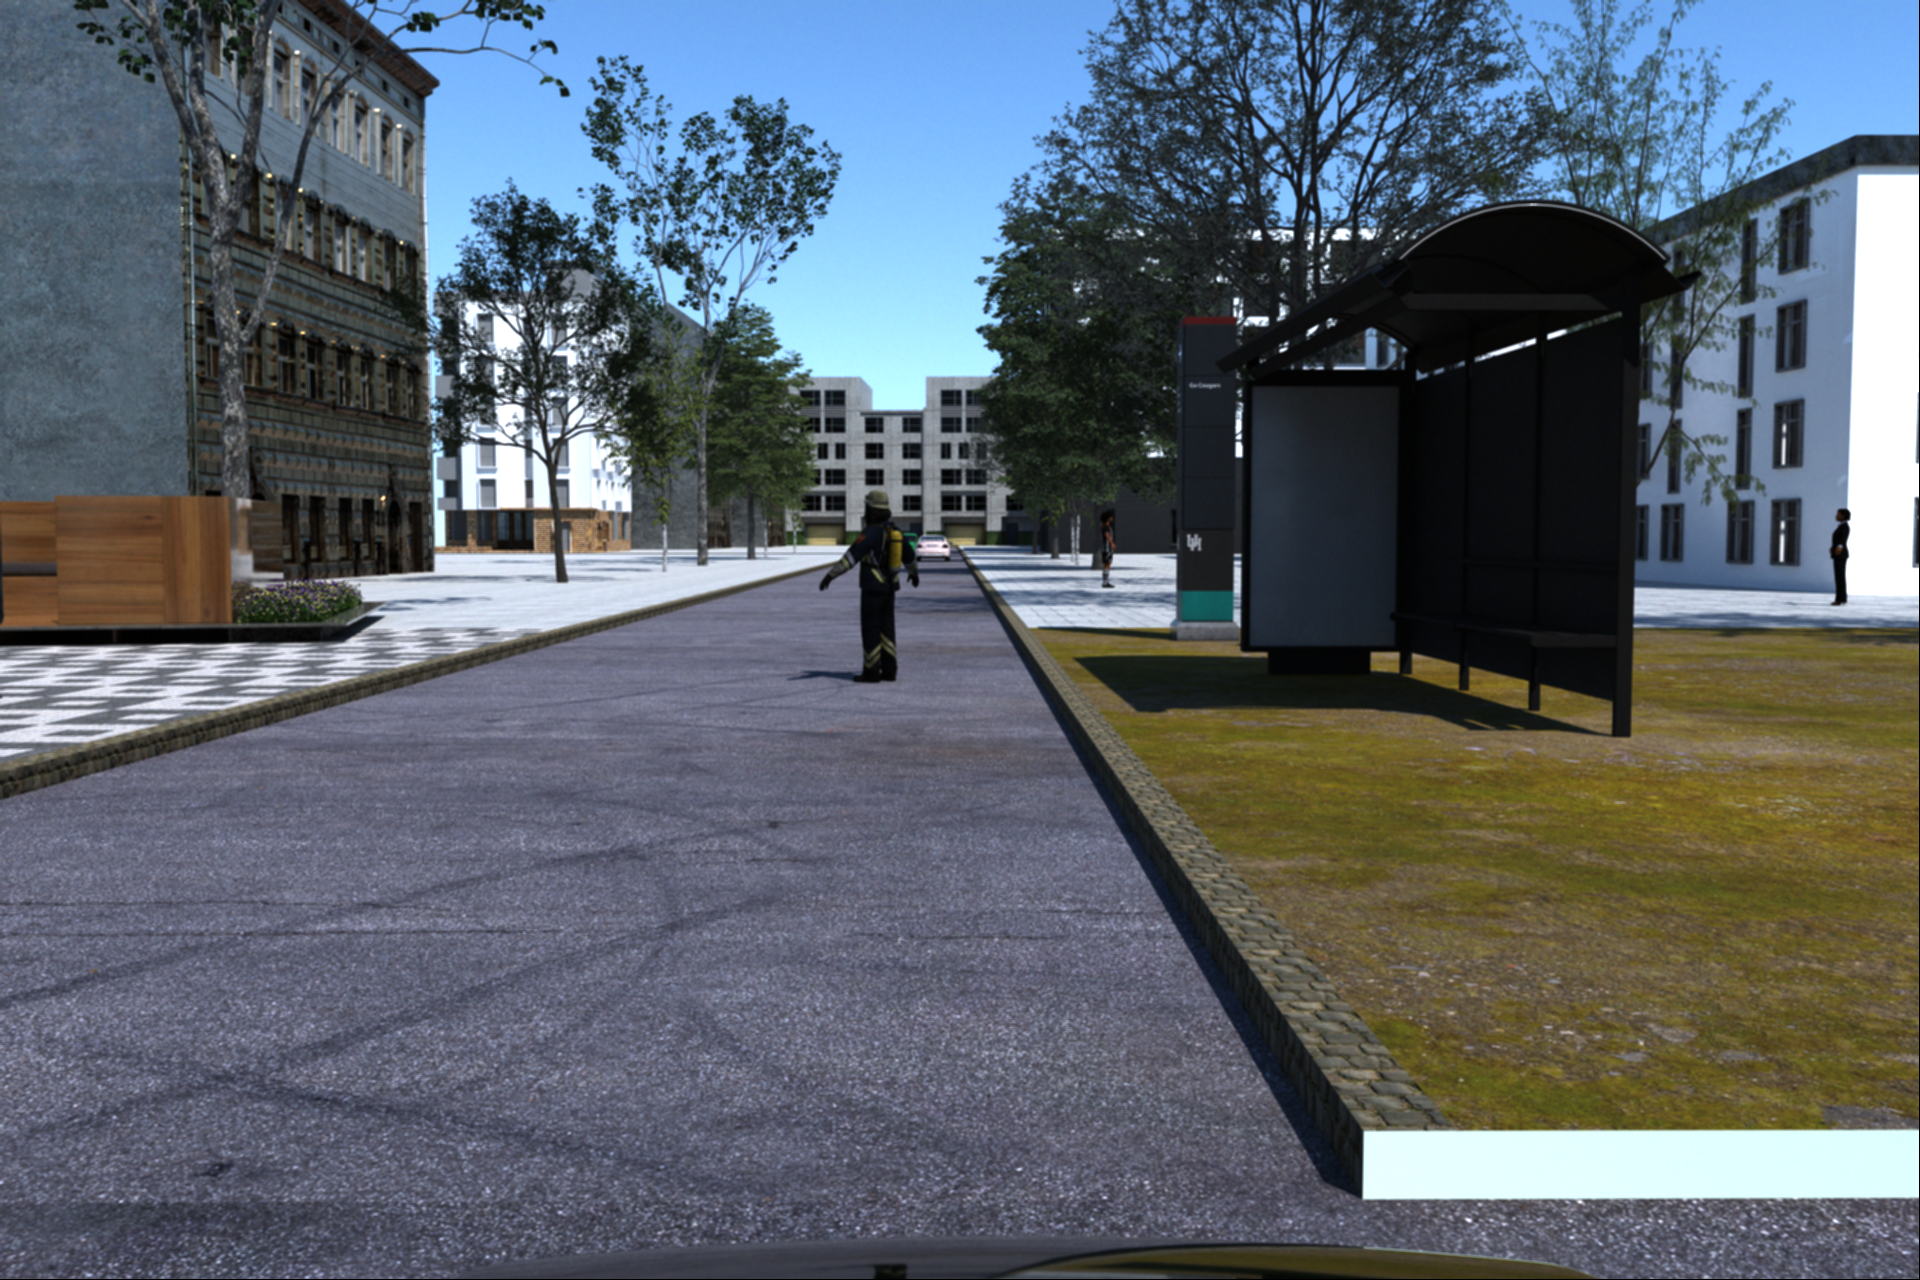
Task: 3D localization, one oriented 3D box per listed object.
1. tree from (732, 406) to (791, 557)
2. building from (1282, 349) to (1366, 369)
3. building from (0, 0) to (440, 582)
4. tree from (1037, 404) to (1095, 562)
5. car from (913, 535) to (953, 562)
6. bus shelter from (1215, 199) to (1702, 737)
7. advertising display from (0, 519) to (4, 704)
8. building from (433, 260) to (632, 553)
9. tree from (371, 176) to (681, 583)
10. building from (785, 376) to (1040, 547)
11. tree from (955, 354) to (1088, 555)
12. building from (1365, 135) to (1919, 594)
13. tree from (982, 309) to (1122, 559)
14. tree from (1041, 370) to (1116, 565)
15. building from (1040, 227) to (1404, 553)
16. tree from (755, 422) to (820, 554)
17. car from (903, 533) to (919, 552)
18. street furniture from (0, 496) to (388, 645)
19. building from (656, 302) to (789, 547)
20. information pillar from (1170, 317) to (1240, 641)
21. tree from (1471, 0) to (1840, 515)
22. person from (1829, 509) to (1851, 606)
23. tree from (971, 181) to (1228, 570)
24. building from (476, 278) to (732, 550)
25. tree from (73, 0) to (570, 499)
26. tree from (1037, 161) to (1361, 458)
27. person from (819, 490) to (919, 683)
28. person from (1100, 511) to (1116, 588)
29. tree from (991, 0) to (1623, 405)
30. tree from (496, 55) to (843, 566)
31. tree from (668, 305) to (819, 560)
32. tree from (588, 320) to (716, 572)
[{"bbox_3d":[-10.620,-8.877,95.509,4.360,8.622,3.978,0,3,0],"label":"tree"},{"bbox_3d":[19.702,-8.367,78.941,9.099,9.664,28.070,0,4,0],"label":"building"},{"bbox_3d":[-27.180,-13.347,49.145,19.493,23.208,18.063,0,4,0],"label":"building"},{"bbox_3d":[5.262,-7.876,79.139,4.360,8.622,3.978,0,3,0],"label":"tree"},{"bbox_3d":[-1.430,-4.833,91.383,2.083,1.381,4.827,0,3,0],"label":"car"},{"bbox_3d":[3.416,-1.184,13.277,2.014,3.302,5.546,0,4,-1],"label":"bus shelter"},{"bbox_3d":[-7.285,-0.452,12.598,0.123,1.923,0.974,0,4,-1],"label":"advertising display"},{"bbox_3d":[-30.389,-16.184,121.029,16.016,20.090,11.380,0,4,0],"label":"building"},{"bbox_3d":[-10.832,-6.801,45.616,7.601,10.594,8.767,1,4,19],"label":"tree"},{"bbox_3d":[-3.524,-20.326,201.242,31.486,18.905,16.747,0,4,2],"label":"building"},{"bbox_3d":[4.782,-12.055,107.474,12.009,13.543,11.850,0,3,0],"label":"tree"},{"bbox_3d":[19.532,-6.636,50.641,9.099,9.664,28.070,0,4,0],"label":"building"},{"bbox_3d":[4.957,-10.345,87.264,7.486,12.596,7.792,0,3,0],"label":"tree"},{"bbox_3d":[4.874,-7.395,71.276,4.737,8.622,4.395,0,3,0],"label":"tree"},{"bbox_3d":[19.877,-17.600,131.738,27.936,21.610,32.646,0,4,0],"label":"building"},{"bbox_3d":[-10.665,-9.737,109.559,4.737,8.622,4.395,0,3,0],"label":"tree"},{"bbox_3d":[-3.318,-5.997,106.849,1.959,1.807,4.718,0,4,-1],"label":"car"},{"bbox_3d":[-10.465,-1.017,23.477,9.812,1.723,11.010,-1,4,-14],"label":"street furniture"},{"bbox_3d":[-27.671,-20.965,173.705,19.493,23.208,18.063,0,4,0],"label":"building"},{"bbox_3d":[2.977,-1.934,21.002,0.750,3.857,0.750,0,4,1],"label":"information pillar"},{"bbox_3d":[8.364,-4.371,21.826,4.360,8.622,3.978,0,3,0],"label":"tree"},{"bbox_3d":[15.774,-1.496,31.185,0.721,1.740,1.216,1,4,22],"label":"person"},{"bbox_3d":[4.892,-9.429,60.825,9.857,13.997,8.962,0,3,0],"label":"tree"},{"bbox_3d":[-30.609,-19.609,151.529,19.493,23.208,18.063,0,4,0],"label":"building"},{"bbox_3d":[-10.021,-10.224,23.045,12.611,20.169,13.585,0,3,0],"label":"tree"},{"bbox_3d":[5.907,-6.676,43.563,8.767,10.594,7.601,-2,4,-27],"label":"tree"},{"bbox_3d":[-0.814,-0.525,16.812,0.705,1.856,1.354,3,5,40],"label":"person"},{"bbox_3d":[3.550,-2.162,41.497,0.704,1.843,1.345,0,4,-1],"label":"person"},{"bbox_3d":[5.700,-7.256,29.012,12.009,13.543,11.850,0,3,0],"label":"tree"},{"bbox_3d":[-11.831,-13.119,70.379,12.611,20.169,13.585,0,3,0],"label":"tree"},{"bbox_3d":[-10.879,-10.298,86.500,7.486,12.596,7.792,0,3,0],"label":"tree"},{"bbox_3d":[-10.274,-6.627,58.709,4.737,8.622,4.395,0,3,0],"label":"tree"}]
